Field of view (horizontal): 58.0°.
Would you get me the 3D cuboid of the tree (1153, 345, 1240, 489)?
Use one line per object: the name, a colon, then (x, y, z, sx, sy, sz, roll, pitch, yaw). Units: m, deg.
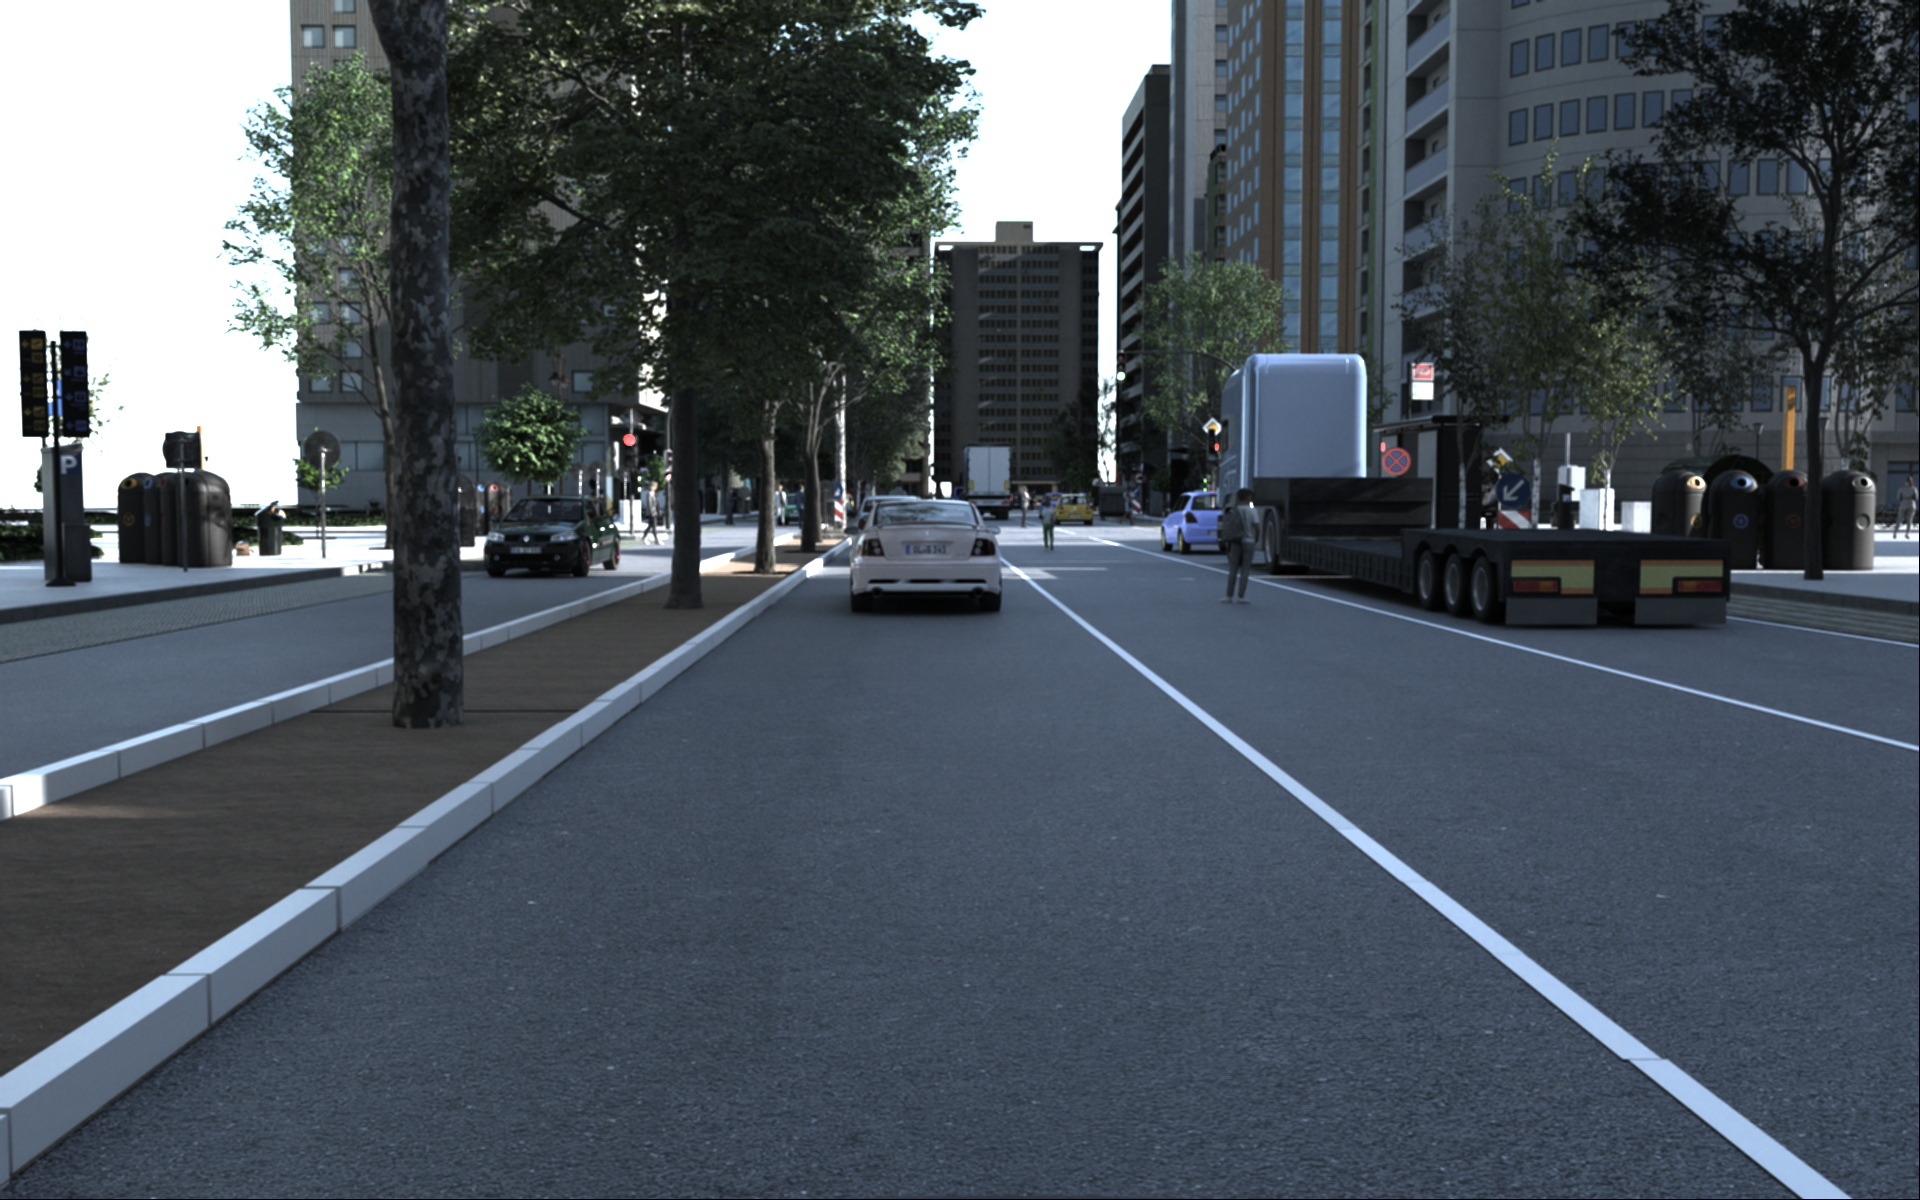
tree: (11.571, -8.093, 82.686, 4.360, 8.622, 3.978, 0, 3, 0)

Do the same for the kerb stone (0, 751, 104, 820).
kerb stone: (-4.258, 0.859, 8.160, 0.120, 0.150, 1.000, 0, 4, -1)

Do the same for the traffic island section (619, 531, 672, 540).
traffic island section: (-10.417, -1.996, 54.910, 2.009, 0.180, 2.903, 0, 4, -1)

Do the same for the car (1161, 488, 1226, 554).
car: (5.990, -2.009, 42.440, 1.945, 1.707, 3.694, 0, 4, -3)

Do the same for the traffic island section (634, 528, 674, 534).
traffic island section: (-10.610, -2.484, 62.892, 2.009, 0.180, 2.903, 0, 4, -1)

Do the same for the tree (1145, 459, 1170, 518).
tree: (11.213, -6.124, 94.723, 1.663, 3.219, 1.824, 0, 3, 0)

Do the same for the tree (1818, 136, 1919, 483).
tree: (18.857, -5.251, 36.215, 4.360, 8.622, 3.978, 0, 3, 0)

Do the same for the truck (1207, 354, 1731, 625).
truck: (6.743, -2.310, 27.519, 2.967, 4.110, 18.799, 0, 4, -1)

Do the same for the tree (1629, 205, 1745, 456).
tree: (19.030, -5.722, 43.916, 4.360, 8.622, 3.978, 0, 3, 0)

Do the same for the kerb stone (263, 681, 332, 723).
kerb stone: (-4.324, 0.670, 11.236, 0.120, 0.150, 1.000, 0, 4, -1)

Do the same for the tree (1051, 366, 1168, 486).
tree: (10.886, -11.703, 125.761, 8.767, 10.594, 7.601, 0, 3, 0)

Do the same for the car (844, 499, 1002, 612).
car: (-0.478, -0.621, 22.514, 2.083, 1.381, 4.827, 0, 4, -2)

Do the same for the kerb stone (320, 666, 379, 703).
kerb stone: (-4.348, 0.608, 12.258, 0.120, 0.150, 1.000, 0, 4, -1)

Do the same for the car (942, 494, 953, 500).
car: (-1.385, -11.144, 194.210, 2.014, 1.417, 4.499, 0, 4, -1)

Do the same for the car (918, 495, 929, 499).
car: (-3.514, -9.582, 169.247, 1.945, 1.354, 3.894, 0, 4, -1)

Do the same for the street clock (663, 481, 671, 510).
street clock: (-14.415, -4.924, 85.084, 0.471, 2.002, 0.358, 2, 4, 35)

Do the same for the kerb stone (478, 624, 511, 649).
kerb stone: (-4.448, 0.360, 16.356, 0.120, 0.150, 1.000, 0, 4, -1)

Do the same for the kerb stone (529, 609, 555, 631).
kerb stone: (-4.496, 0.232, 18.400, 0.120, 0.150, 1.000, 0, 4, -1)

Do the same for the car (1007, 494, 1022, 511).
car: (4.694, -8.418, 147.419, 2.009, 1.686, 4.222, 0, 4, -2)

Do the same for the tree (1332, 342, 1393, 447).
tree: (18.899, -8.157, 83.735, 4.737, 8.622, 4.395, 0, 3, 0)

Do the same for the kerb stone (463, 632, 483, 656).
kerb stone: (-4.429, 0.420, 15.334, 0.120, 0.150, 1.000, 0, 4, -1)

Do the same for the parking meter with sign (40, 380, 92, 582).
parking meter with sign: (-13.375, -1.804, 25.763, 0.543, 3.016, 1.738, -3, 5, -42)

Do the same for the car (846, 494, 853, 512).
car: (-8.257, -6.812, 121.606, 2.015, 1.641, 3.980, 0, 4, -2)

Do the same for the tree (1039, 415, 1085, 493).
tree: (9.665, -12.894, 161.183, 4.737, 8.622, 4.395, 0, 3, 0)

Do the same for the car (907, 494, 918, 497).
car: (-3.810, -7.277, 128.757, 2.009, 1.686, 4.222, 0, 4, -3)

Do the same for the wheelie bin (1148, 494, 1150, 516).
wheelie bin: (11.120, -5.585, 99.222, 0.693, 1.594, 0.980, 1, 4, 12)

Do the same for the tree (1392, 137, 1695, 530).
tree: (12.521, -5.295, 36.932, 4.737, 8.622, 4.395, 0, 3, 0)

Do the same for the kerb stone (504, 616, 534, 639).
kerb stone: (-4.468, 0.295, 17.379, 0.120, 0.150, 1.000, 0, 4, -1)

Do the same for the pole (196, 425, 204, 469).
pole: (-22.496, -3.515, 51.318, 0.158, 3.312, 0.155, 0, 3, 0)

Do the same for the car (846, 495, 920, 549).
car: (-1.454, -1.539, 37.158, 2.014, 1.417, 4.499, 0, 4, -2)

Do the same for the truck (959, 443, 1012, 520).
truck: (1.471, -6.779, 99.753, 2.839, 4.237, 11.283, 0, 4, -1)

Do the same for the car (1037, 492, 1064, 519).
car: (5.468, -5.548, 100.294, 1.945, 1.707, 3.694, 0, 3, 0)

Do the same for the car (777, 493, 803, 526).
car: (-7.394, -4.345, 79.842, 1.959, 1.807, 4.718, 0, 4, 0)

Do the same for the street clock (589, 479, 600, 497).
street clock: (-16.342, -4.456, 77.432, 0.471, 2.002, 0.358, -1, 4, -13)

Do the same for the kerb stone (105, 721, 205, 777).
kerb stone: (-4.282, 0.797, 9.182, 0.120, 0.150, 1.000, 0, 4, -1)

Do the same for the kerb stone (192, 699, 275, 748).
kerb stone: (-4.303, 0.734, 10.207, 0.120, 0.150, 1.000, 0, 4, -1)

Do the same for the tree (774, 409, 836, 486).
tree: (-15.834, -16.202, 181.912, 9.611, 12.733, 9.660, 0, 3, 0)

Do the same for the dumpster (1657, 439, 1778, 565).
dumpster: (13.777, -1.780, 31.597, 1.502, 2.255, 1.985, 0, 4, -1)

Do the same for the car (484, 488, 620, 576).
car: (-7.336, -1.319, 31.356, 2.009, 1.686, 4.222, 0, 4, 1)

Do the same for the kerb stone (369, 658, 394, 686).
kerb stone: (-4.372, 0.545, 13.282, 0.120, 0.150, 1.000, 0, 4, -1)

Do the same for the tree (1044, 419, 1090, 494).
tree: (9.779, -12.563, 155.773, 4.360, 8.622, 3.978, 0, 3, 0)

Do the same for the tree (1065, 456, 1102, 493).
tree: (10.302, -9.785, 143.702, 4.285, 4.588, 4.351, 0, 3, 0)

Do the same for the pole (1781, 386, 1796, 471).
pole: (15.639, -2.380, 32.755, 0.158, 3.312, 0.155, 0, 3, 0)

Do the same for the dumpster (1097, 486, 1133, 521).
dumpster: (8.348, -5.180, 92.908, 1.865, 1.857, 1.264, 0, 4, -3)

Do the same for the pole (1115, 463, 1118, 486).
pole: (10.270, -7.324, 113.583, 0.158, 3.312, 0.155, 0, 3, 0)

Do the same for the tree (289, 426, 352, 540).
tree: (-18.155, -3.340, 49.218, 1.663, 3.219, 1.824, 0, 3, 0)

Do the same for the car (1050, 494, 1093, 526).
car: (5.206, -4.289, 80.343, 2.015, 1.641, 3.980, 0, 4, 0)

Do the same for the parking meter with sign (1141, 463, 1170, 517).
parking meter with sign: (11.102, -6.204, 97.699, 1.738, 3.016, 0.543, -1, 4, -10)

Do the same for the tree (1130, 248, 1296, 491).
tree: (10.958, -9.003, 72.949, 9.928, 11.665, 9.643, 0, 3, 0)

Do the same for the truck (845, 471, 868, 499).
truck: (-10.057, -10.961, 168.118, 2.839, 4.237, 11.283, 0, 4, -1)

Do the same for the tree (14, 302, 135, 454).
tree: (-34.649, -7.154, 67.324, 4.737, 8.622, 4.395, 0, 3, 0)
